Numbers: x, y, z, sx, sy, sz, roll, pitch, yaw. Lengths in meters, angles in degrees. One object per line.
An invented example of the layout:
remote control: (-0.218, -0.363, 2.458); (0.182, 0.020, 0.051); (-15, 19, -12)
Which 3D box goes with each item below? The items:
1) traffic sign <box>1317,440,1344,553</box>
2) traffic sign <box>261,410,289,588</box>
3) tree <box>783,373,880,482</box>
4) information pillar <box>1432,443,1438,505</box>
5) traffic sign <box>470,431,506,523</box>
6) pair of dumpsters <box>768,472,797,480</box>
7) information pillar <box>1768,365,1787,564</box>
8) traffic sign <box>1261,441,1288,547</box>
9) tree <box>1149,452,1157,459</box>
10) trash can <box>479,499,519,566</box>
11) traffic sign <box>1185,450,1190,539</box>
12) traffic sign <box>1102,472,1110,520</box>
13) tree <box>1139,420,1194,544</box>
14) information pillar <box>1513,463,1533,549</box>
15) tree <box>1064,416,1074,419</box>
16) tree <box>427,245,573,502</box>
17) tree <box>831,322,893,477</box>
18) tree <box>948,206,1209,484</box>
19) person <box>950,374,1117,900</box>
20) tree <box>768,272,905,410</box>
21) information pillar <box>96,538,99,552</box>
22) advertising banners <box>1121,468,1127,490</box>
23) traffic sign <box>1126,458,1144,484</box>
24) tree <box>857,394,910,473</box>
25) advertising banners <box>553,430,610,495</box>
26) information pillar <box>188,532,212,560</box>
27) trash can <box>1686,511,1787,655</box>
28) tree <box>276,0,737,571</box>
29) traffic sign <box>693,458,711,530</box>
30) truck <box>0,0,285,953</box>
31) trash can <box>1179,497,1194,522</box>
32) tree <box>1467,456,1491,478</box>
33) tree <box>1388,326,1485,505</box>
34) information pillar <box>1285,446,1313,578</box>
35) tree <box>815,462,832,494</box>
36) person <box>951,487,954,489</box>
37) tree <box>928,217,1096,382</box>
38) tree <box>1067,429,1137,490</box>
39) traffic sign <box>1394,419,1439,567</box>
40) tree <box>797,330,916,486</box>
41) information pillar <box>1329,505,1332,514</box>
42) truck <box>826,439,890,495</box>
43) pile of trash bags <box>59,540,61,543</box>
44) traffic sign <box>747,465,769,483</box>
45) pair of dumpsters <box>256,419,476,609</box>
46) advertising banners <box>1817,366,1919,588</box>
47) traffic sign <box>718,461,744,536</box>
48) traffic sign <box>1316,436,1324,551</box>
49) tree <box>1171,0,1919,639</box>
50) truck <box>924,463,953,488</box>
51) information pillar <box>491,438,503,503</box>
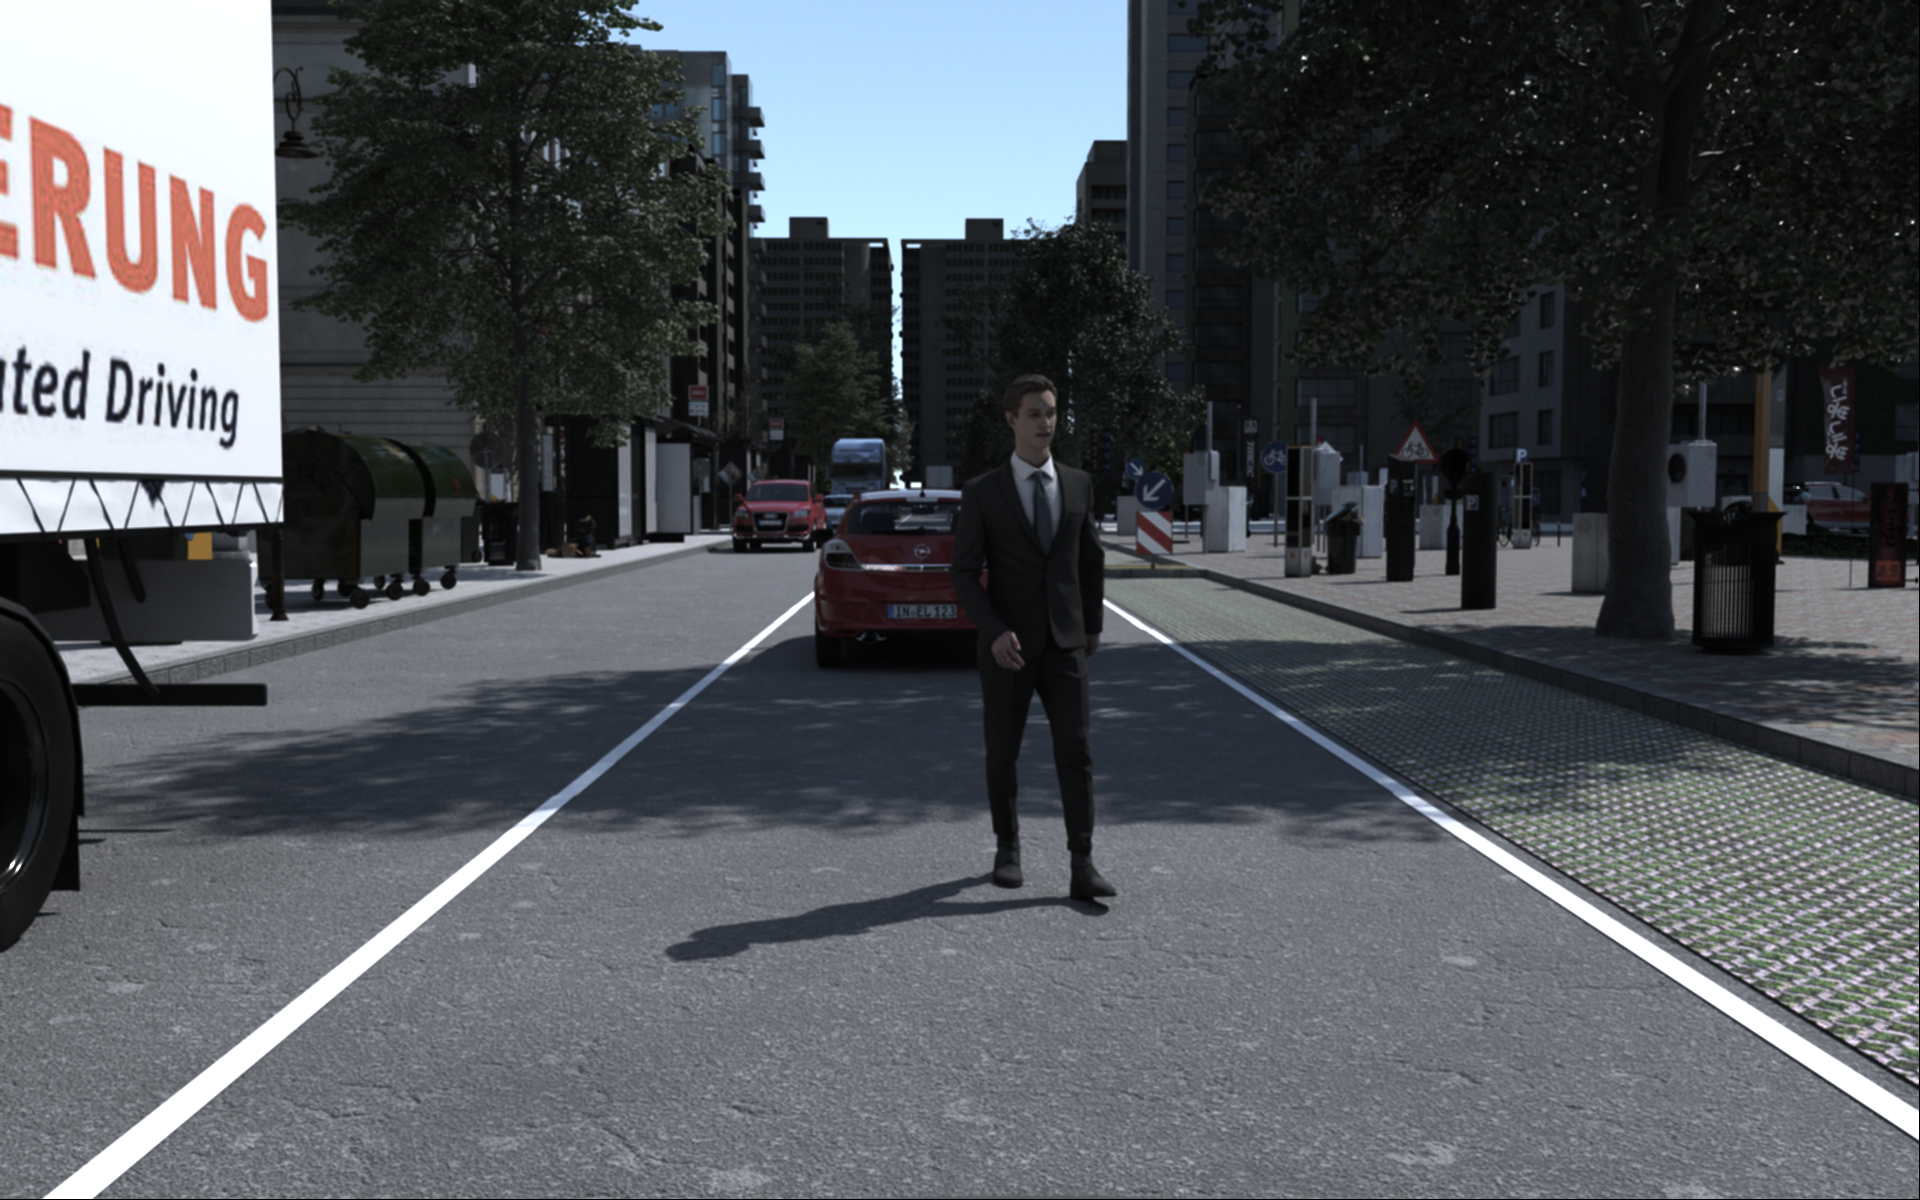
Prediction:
traffic sign: (7.877, -2.216, 37.419); (0.795, 2.450, 0.064); (0, 4, 2)
traffic sign: (-9.547, -1.442, 23.682); (0.768, 2.556, 0.104); (0, 4, 5)
tree: (-9.060, -11.565, 123.505); (7.601, 10.594, 8.767); (-2, 4, -35)
information pillar: (21.873, -5.406, 79.736); (0.183, 3.616, 0.504); (0, 4, -6)
traffic sign: (-9.600, -2.145, 35.182); (0.768, 2.556, 0.104); (1, 4, 9)
pair of dumpsters: (-7.820, -4.517, 76.340); (1.574, 2.255, 4.437); (0, 4, -1)
information pillar: (14.805, -2.455, 31.501); (0.504, 3.616, 0.183); (-2, 4, -29)
traffic sign: (7.637, -2.551, 41.821); (0.768, 2.556, 0.104); (0, 4, 5)
tree: (12.509, -7.818, 111.534); (4.285, 4.588, 4.351); (0, 3, 0)
trash can: (-8.248, -1.189, 31.099); (0.748, 1.137, 0.748); (0, 3, 0)
traffic sign: (6.501, -3.036, 49.650); (0.884, 2.594, 0.081); (0, 4, 7)
traffic sign: (7.205, -5.323, 87.133); (0.768, 2.556, 0.104); (0, 4, 8)
tree: (5.393, -3.101, 45.303); (1.663, 3.219, 1.824); (0, 3, 0)
information pillar: (13.173, -2.206, 40.555); (0.304, 2.012, 0.304); (-1, 4, -14)
tree: (4.653, -9.158, 100.093); (4.737, 8.622, 4.395); (0, 3, 0)
tree: (-13.402, -6.145, 50.832); (4.360, 8.622, 3.978); (0, 3, 0)
tree: (-8.238, -11.951, 113.532); (7.486, 12.596, 7.792); (0, 3, 0)
tree: (4.766, -9.326, 69.486); (9.611, 12.733, 9.660); (0, 3, 0)
person: (0.303, 0.128, 6.187); (0.659, 1.850, 0.755); (-1, 4, -16)
tree: (-10.875, -18.023, 150.565); (12.611, 20.169, 13.585); (0, 3, 0)
information pillar: (-17.218, -2.653, 34.730); (0.183, 3.616, 0.504); (2, 4, 24)
advertising banners: (10.094, -7.207, 114.029); (2.074, 3.025, 0.090); (-1, 4, -10)
traffic sign: (6.280, -3.765, 61.656); (0.768, 2.556, 0.104); (0, 4, 7)
tree: (-10.535, -17.274, 192.798); (12.009, 13.543, 11.850); (0, 3, 0)
advertising banners: (-10.104, -3.096, 46.807); (2.074, 3.025, 0.090); (1, 4, 21)
information pillar: (-7.500, -1.557, 16.806); (0.183, 3.616, 0.504); (2, 4, 28)
trash can: (6.244, -0.141, 13.967); (0.748, 1.137, 0.748); (0, 3, 0)
tree: (-7.628, -6.786, 29.071); (7.486, 12.596, 7.792); (0, 3, 0)
traffic sign: (-9.223, -3.753, 61.473); (0.768, 2.556, 0.104); (0, 4, 4)
truck: (-4.076, -0.796, 1.936); (2.839, 4.237, 11.283); (0, 4, -1)
trash can: (10.391, -4.135, 79.257); (0.748, 1.137, 0.748); (0, 3, 0)
tree: (25.722, -5.599, 86.148); (1.663, 3.219, 1.824); (0, 3, 0)
tree: (20.369, -7.638, 75.249); (4.360, 8.622, 3.978); (0, 3, 0)
information pillar: (5.220, -1.358, 26.694); (0.304, 2.012, 0.304); (-3, 5, -43)
tree: (-8.338, -6.735, 104.726); (1.663, 3.219, 1.824); (0, 3, 0)
person: (-0.416, -5.126, 92.411); (0.767, 1.812, 0.694); (2, 4, 28)
tree: (4.064, -16.241, 121.433); (12.611, 20.169, 13.585); (0, 3, 0)
tree: (5.490, -5.825, 78.949); (4.285, 4.588, 4.351); (0, 3, 0)
traffic sign: (7.928, -1.848, 30.223); (0.884, 2.594, 0.081); (1, 4, 8)
tree: (-8.985, -14.032, 136.072); (9.857, 13.997, 8.962); (0, 3, 0)
information pillar: (14.378, -3.799, 66.598); (0.304, 2.012, 0.304); (1, 4, 19)
truck: (-4.714, -6.133, 90.031); (2.967, 4.110, 18.799); (0, 4, 1)
pile of trash bags: (-11.773, -0.693, 21.078); (1.912, 1.369, 3.447); (0, 4, -6)
traffic sign: (-7.107, -3.500, 60.866); (0.795, 2.450, 0.064); (0, 4, -1)
pair of dumpsters: (-7.260, -1.146, 21.228); (1.574, 2.255, 4.437); (0, 4, -1)
advertising banners: (12.736, -1.680, 23.656); (2.074, 3.025, 0.090); (0, 4, 4)
traffic sign: (-6.998, -3.012, 52.882); (0.795, 2.450, 0.064); (0, 4, -1)
traffic sign: (8.015, -2.365, 38.665); (0.884, 2.594, 0.081); (0, 4, 7)
tree: (6.231, -6.644, 15.279); (9.857, 13.997, 8.962); (0, 3, 0)
truck: (-1.991, -10.621, 162.574); (2.839, 4.237, 11.283); (0, 4, -1)
information pillar: (-18.894, -4.855, 70.733); (0.504, 3.616, 0.183); (0, 4, -5)
